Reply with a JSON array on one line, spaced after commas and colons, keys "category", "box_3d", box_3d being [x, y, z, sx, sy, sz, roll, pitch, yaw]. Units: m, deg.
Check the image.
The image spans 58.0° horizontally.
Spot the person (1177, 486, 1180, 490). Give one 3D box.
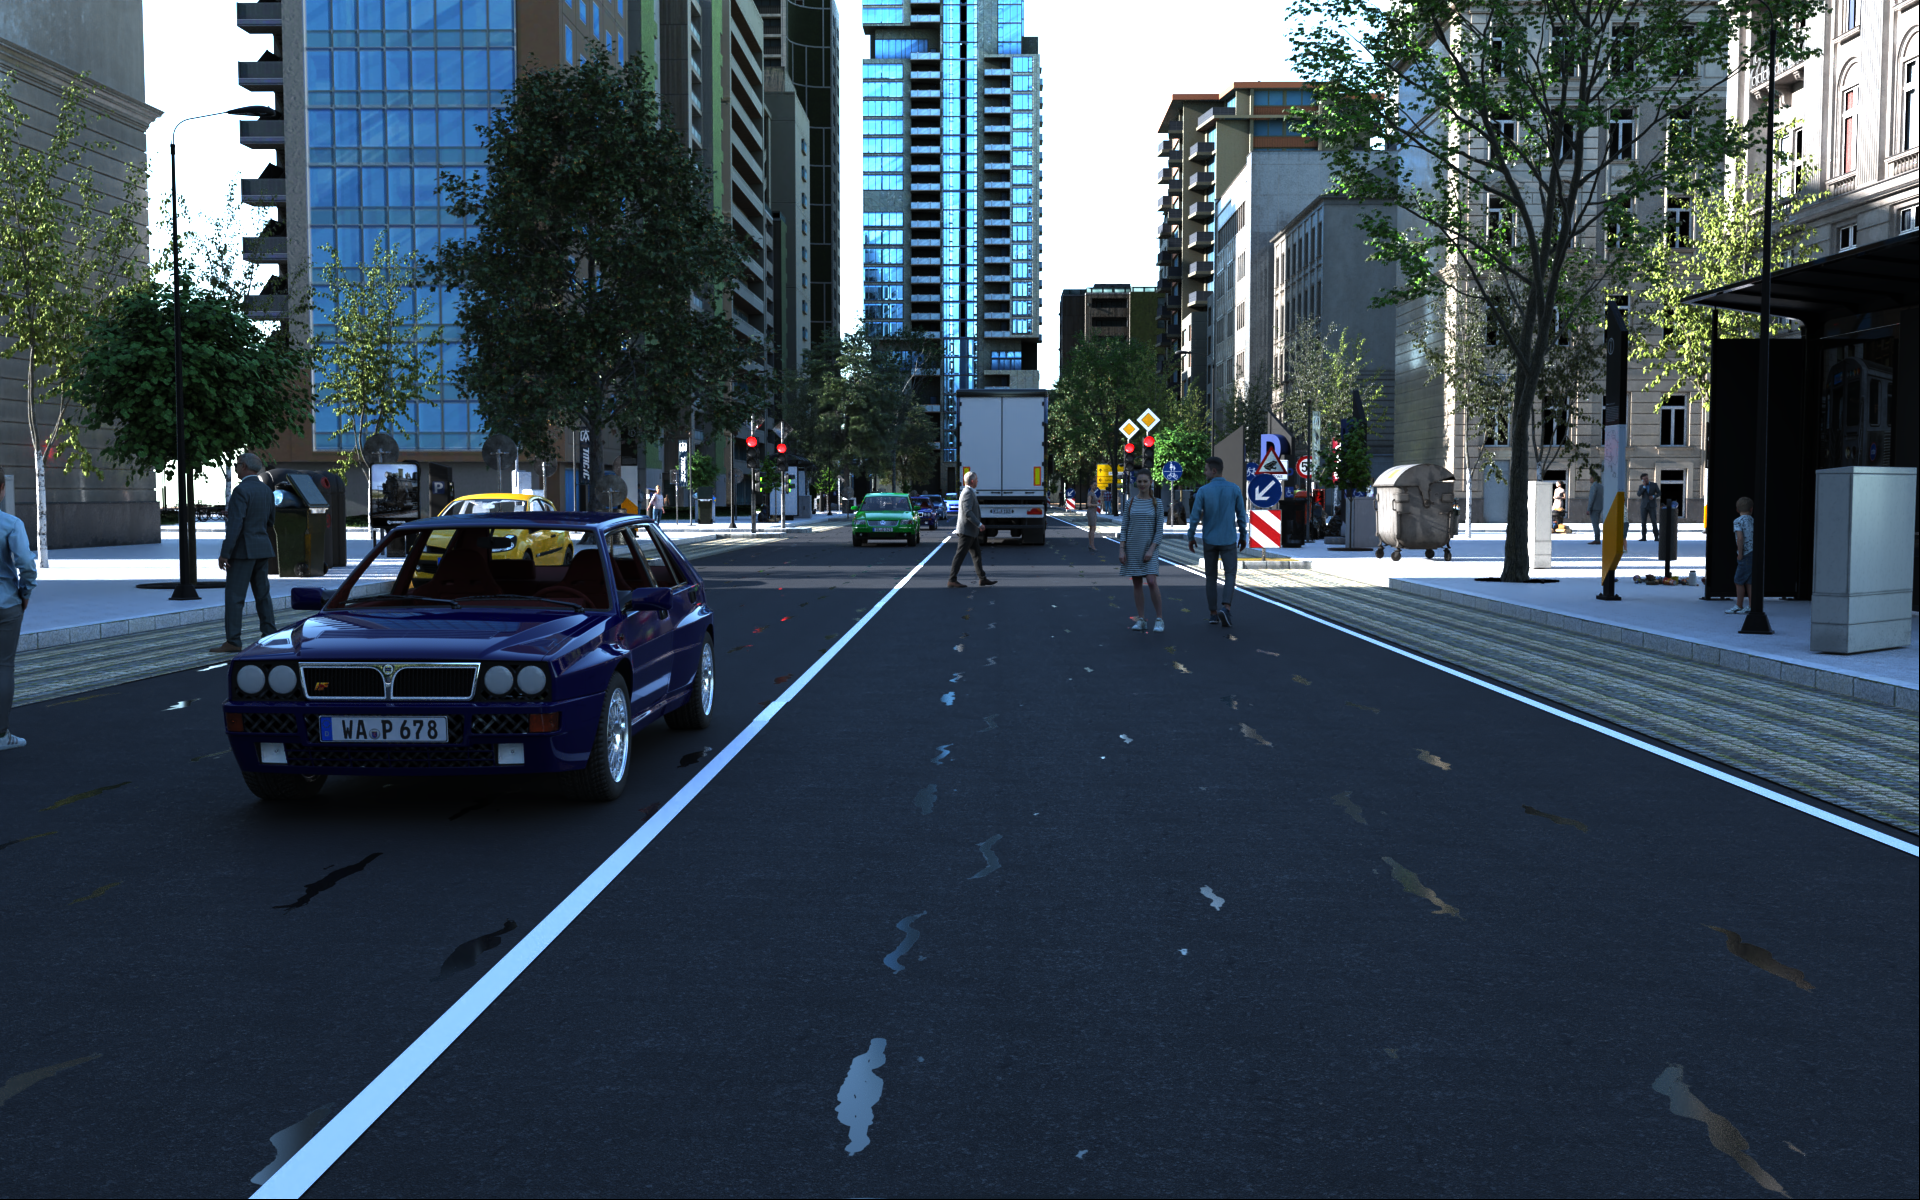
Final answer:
[{"category": "person", "box_3d": [11.783, -5.281, 92.934, 0.362, 1.759, 0.519, 2, 4, 34]}]

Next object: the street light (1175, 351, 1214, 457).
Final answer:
[{"category": "street light", "box_3d": [7.657, -5.115, 56.173, 1.470, 5.913, 1.316, 0, 4, 1]}]

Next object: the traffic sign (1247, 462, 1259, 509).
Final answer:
[{"category": "traffic sign", "box_3d": [11.675, -4.241, 69.442, 0.768, 2.556, 0.104, 0, 4, 2]}]

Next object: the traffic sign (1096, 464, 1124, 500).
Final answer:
[{"category": "traffic sign", "box_3d": [10.296, -7.486, 116.274, 2.265, 3.308, 0.079, 0, 4, 4]}]

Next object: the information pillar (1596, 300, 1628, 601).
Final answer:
[{"category": "information pillar", "box_3d": [7.870, -1.802, 20.825, 0.183, 3.616, 0.504, 0, 4, 1]}]

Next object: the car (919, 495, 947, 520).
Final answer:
[{"category": "car", "box_3d": [-1.676, -5.190, 96.859, 2.014, 1.417, 4.499, 0, 4, 3]}]

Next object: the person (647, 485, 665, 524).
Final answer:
[{"category": "person", "box_3d": [-10.992, -3.237, 62.089, 0.598, 1.740, 0.731, 2, 4, 23]}]

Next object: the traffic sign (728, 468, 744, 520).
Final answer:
[{"category": "traffic sign", "box_3d": [-10.928, -5.157, 84.427, 0.768, 2.556, 0.104, 0, 4, 6]}]

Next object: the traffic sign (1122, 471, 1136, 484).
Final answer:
[{"category": "traffic sign", "box_3d": [8.541, -5.333, 87.300, 0.768, 2.556, 0.104, 1, 4, 10]}]

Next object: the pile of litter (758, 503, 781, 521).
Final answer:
[{"category": "pile of litter", "box_3d": [-8.949, -4.138, 81.623, 1.176, 0.858, 1.719, 1, 4, 22]}]

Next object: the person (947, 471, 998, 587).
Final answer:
[{"category": "person", "box_3d": [0.209, -1.086, 26.658, 0.834, 1.777, 0.661, -1, 4, -13]}]

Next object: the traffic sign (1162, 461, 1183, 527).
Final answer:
[{"category": "traffic sign", "box_3d": [8.170, -4.071, 66.662, 0.768, 2.556, 0.104, 0, 4, 4]}]

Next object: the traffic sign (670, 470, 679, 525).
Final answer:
[{"category": "traffic sign", "box_3d": [-11.781, -4.280, 72.104, 0.606, 2.300, 0.079, 0, 4, 2]}]

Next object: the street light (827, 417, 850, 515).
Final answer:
[{"category": "street light", "box_3d": [-7.311, -8.057, 104.273, 1.470, 5.913, 1.316, 0, 4, 1]}]

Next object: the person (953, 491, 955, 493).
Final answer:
[{"category": "person", "box_3d": [-0.710, -12.424, 211.258, 1.348, 1.869, 0.705, 2, 4, 33]}]

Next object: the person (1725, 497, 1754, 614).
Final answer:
[{"category": "person", "box_3d": [8.364, -0.474, 18.478, 0.332, 1.250, 0.352, 0, 4, 6]}]

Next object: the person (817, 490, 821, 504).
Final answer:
[{"category": "person", "box_3d": [-11.072, -7.989, 136.907, 0.600, 1.795, 0.529, 2, 4, 26]}]

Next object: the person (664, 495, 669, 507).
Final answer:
[{"category": "person", "box_3d": [-20.492, -6.749, 121.061, 0.362, 1.253, 0.373, 2, 4, 23]}]

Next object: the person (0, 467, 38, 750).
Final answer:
[{"category": "person", "box_3d": [-5.440, 0.037, 9.699, 0.589, 1.601, 0.330, 0, 4, 3]}]

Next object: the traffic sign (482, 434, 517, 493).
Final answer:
[{"category": "traffic sign", "box_3d": [-9.827, -2.255, 36.972, 0.768, 2.556, 0.104, 0, 4, 3]}]

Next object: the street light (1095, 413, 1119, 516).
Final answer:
[{"category": "street light", "box_3d": [8.467, -7.774, 99.640, 1.470, 5.913, 1.316, 0, 4, 1]}]

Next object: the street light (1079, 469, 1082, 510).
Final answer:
[{"category": "street light", "box_3d": [9.145, -10.183, 139.025, 1.470, 5.913, 1.316, 0, 4, 1]}]

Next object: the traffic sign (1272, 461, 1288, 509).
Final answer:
[{"category": "traffic sign", "box_3d": [9.553, -3.057, 52.118, 0.606, 2.300, 0.079, 0, 4, 1]}]

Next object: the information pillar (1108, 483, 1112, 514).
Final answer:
[{"category": "information pillar", "box_3d": [9.899, -6.663, 113.430, 0.304, 2.012, 0.304, 3, 5, 41]}]

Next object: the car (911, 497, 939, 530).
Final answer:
[{"category": "car", "box_3d": [-1.803, -3.493, 69.687, 1.945, 1.354, 3.894, 0, 4, 1]}]

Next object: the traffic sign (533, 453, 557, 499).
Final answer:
[{"category": "traffic sign", "box_3d": [-12.514, -3.188, 52.233, 0.768, 2.556, 0.104, 0, 4, 8]}]

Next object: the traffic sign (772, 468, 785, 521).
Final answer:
[{"category": "traffic sign", "box_3d": [-8.505, -4.891, 79.976, 0.884, 2.594, 0.081, 0, 4, 3]}]

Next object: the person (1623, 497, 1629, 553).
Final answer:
[{"category": "person", "box_3d": [14.350, -1.643, 37.590, 0.332, 1.250, 0.352, 0, 4, -3]}]

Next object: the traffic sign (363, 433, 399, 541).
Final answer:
[{"category": "traffic sign", "box_3d": [-12.147, -2.218, 36.363, 0.768, 2.556, 0.104, 0, 4, 2]}]

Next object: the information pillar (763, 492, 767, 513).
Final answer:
[{"category": "information pillar", "box_3d": [-11.679, -6.113, 104.447, 0.304, 2.012, 0.304, -3, 5, -39]}]

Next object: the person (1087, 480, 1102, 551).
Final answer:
[{"category": "person", "box_3d": [3.383, -2.134, 43.725, 0.374, 1.781, 0.599, 1, 4, 16]}]

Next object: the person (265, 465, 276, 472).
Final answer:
[{"category": "person", "box_3d": [-14.823, -1.943, 37.173, 0.474, 1.900, 0.648, -2, 4, -26]}]

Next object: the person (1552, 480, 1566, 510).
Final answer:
[{"category": "person", "box_3d": [21.864, -3.489, 63.429, 0.374, 1.781, 0.599, -2, 4, -35]}]

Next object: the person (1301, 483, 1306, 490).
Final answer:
[{"category": "person", "box_3d": [16.270, -4.643, 82.202, 0.600, 1.795, 0.529, -1, 4, -12]}]

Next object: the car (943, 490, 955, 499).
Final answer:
[{"category": "car", "box_3d": [-0.482, -8.354, 145.387, 1.959, 1.807, 4.718, 0, 4, 1]}]

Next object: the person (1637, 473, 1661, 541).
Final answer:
[{"category": "person", "box_3d": [18.752, -2.523, 47.103, 0.655, 1.846, 0.447, 2, 4, 25]}]

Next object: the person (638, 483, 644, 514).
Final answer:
[{"category": "person", "box_3d": [-15.112, -4.569, 81.096, 0.623, 1.781, 0.721, -1, 4, -23]}]

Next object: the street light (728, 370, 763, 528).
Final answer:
[{"category": "street light", "box_3d": [-8.000, -5.648, 64.884, 1.470, 5.913, 1.316, 0, 4, 1]}]

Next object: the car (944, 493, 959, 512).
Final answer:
[{"category": "car", "box_3d": [-0.415, -7.061, 125.031, 1.945, 1.707, 3.694, 0, 4, 0]}]

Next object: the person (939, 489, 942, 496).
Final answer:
[{"category": "person", "box_3d": [-1.664, -8.730, 150.864, 0.705, 1.869, 1.348, 1, 4, 12]}]

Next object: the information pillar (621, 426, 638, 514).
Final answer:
[{"category": "information pillar", "box_3d": [-9.690, -3.638, 50.829, 0.504, 3.616, 0.183, -1, 4, -10]}]

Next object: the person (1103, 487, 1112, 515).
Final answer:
[{"category": "person", "box_3d": [9.003, -6.036, 105.576, 0.563, 1.720, 0.643, 0, 4, -7]}]

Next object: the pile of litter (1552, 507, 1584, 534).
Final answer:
[{"category": "pile of litter", "box_3d": [19.332, -2.583, 56.195, 1.176, 0.858, 1.719, -3, 4, -38]}]

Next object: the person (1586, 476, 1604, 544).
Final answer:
[{"category": "person", "box_3d": [16.232, -2.327, 44.194, 0.391, 1.810, 0.635, 3, 5, 40]}]

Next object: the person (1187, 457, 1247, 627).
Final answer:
[{"category": "person", "box_3d": [2.801, -0.648, 18.952, 0.638, 1.841, 0.748, 1, 4, 16]}]

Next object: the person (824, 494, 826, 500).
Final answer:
[{"category": "person", "box_3d": [-11.279, -8.285, 144.696, 0.628, 1.438, 0.799, 0, 4, 5]}]

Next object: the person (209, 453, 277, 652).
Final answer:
[{"category": "person", "box_3d": [-6.525, -0.430, 15.714, 0.590, 1.801, 0.661, 1, 4, 12]}]

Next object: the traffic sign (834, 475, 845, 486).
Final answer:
[{"category": "traffic sign", "box_3d": [-8.126, -7.132, 116.345, 0.795, 2.593, 0.064, 0, 4, 8]}]

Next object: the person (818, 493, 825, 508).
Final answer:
[{"category": "person", "box_3d": [-12.786, -9.351, 158.889, 1.348, 1.831, 0.705, -2, 4, -29]}]

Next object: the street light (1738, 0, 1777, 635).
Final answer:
[{"category": "street light", "box_3d": [6.807, -2.647, 15.818, 1.470, 5.913, 1.316, 0, 4, 1]}]

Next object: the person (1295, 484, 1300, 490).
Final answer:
[{"category": "person", "box_3d": [16.651, -4.872, 85.980, 0.573, 1.790, 0.520, -2, 4, -34]}]

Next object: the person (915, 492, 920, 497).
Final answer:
[{"category": "person", "box_3d": [-4.601, -10.609, 182.668, 1.217, 1.736, 0.721, 1, 4, 20]}]

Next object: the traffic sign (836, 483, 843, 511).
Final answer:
[{"category": "traffic sign", "box_3d": [-9.494, -8.213, 134.385, 0.768, 2.556, 0.104, 0, 4, 4]}]

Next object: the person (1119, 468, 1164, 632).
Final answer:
[{"category": "person", "box_3d": [1.939, -0.536, 18.272, 0.512, 1.701, 0.522, 1, 4, 20]}]

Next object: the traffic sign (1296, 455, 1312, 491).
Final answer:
[{"category": "traffic sign", "box_3d": [11.412, -3.474, 56.906, 0.768, 2.556, 0.104, 0, 4, 4]}]

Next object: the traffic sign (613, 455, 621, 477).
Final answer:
[{"category": "traffic sign", "box_3d": [-10.764, -3.389, 55.512, 0.768, 2.556, 0.104, 0, 4, 8]}]

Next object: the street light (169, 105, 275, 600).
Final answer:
[{"category": "street light", "box_3d": [-8.883, -2.956, 20.867, 1.470, 5.913, 1.316, 0, 4, 1]}]

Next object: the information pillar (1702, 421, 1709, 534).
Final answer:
[{"category": "information pillar", "box_3d": [24.255, -3.942, 55.814, 0.504, 3.616, 0.183, 0, 4, 8]}]

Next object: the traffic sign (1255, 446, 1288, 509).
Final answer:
[{"category": "traffic sign", "box_3d": [8.408, -2.865, 46.847, 0.884, 2.594, 0.081, 0, 4, 6]}]
